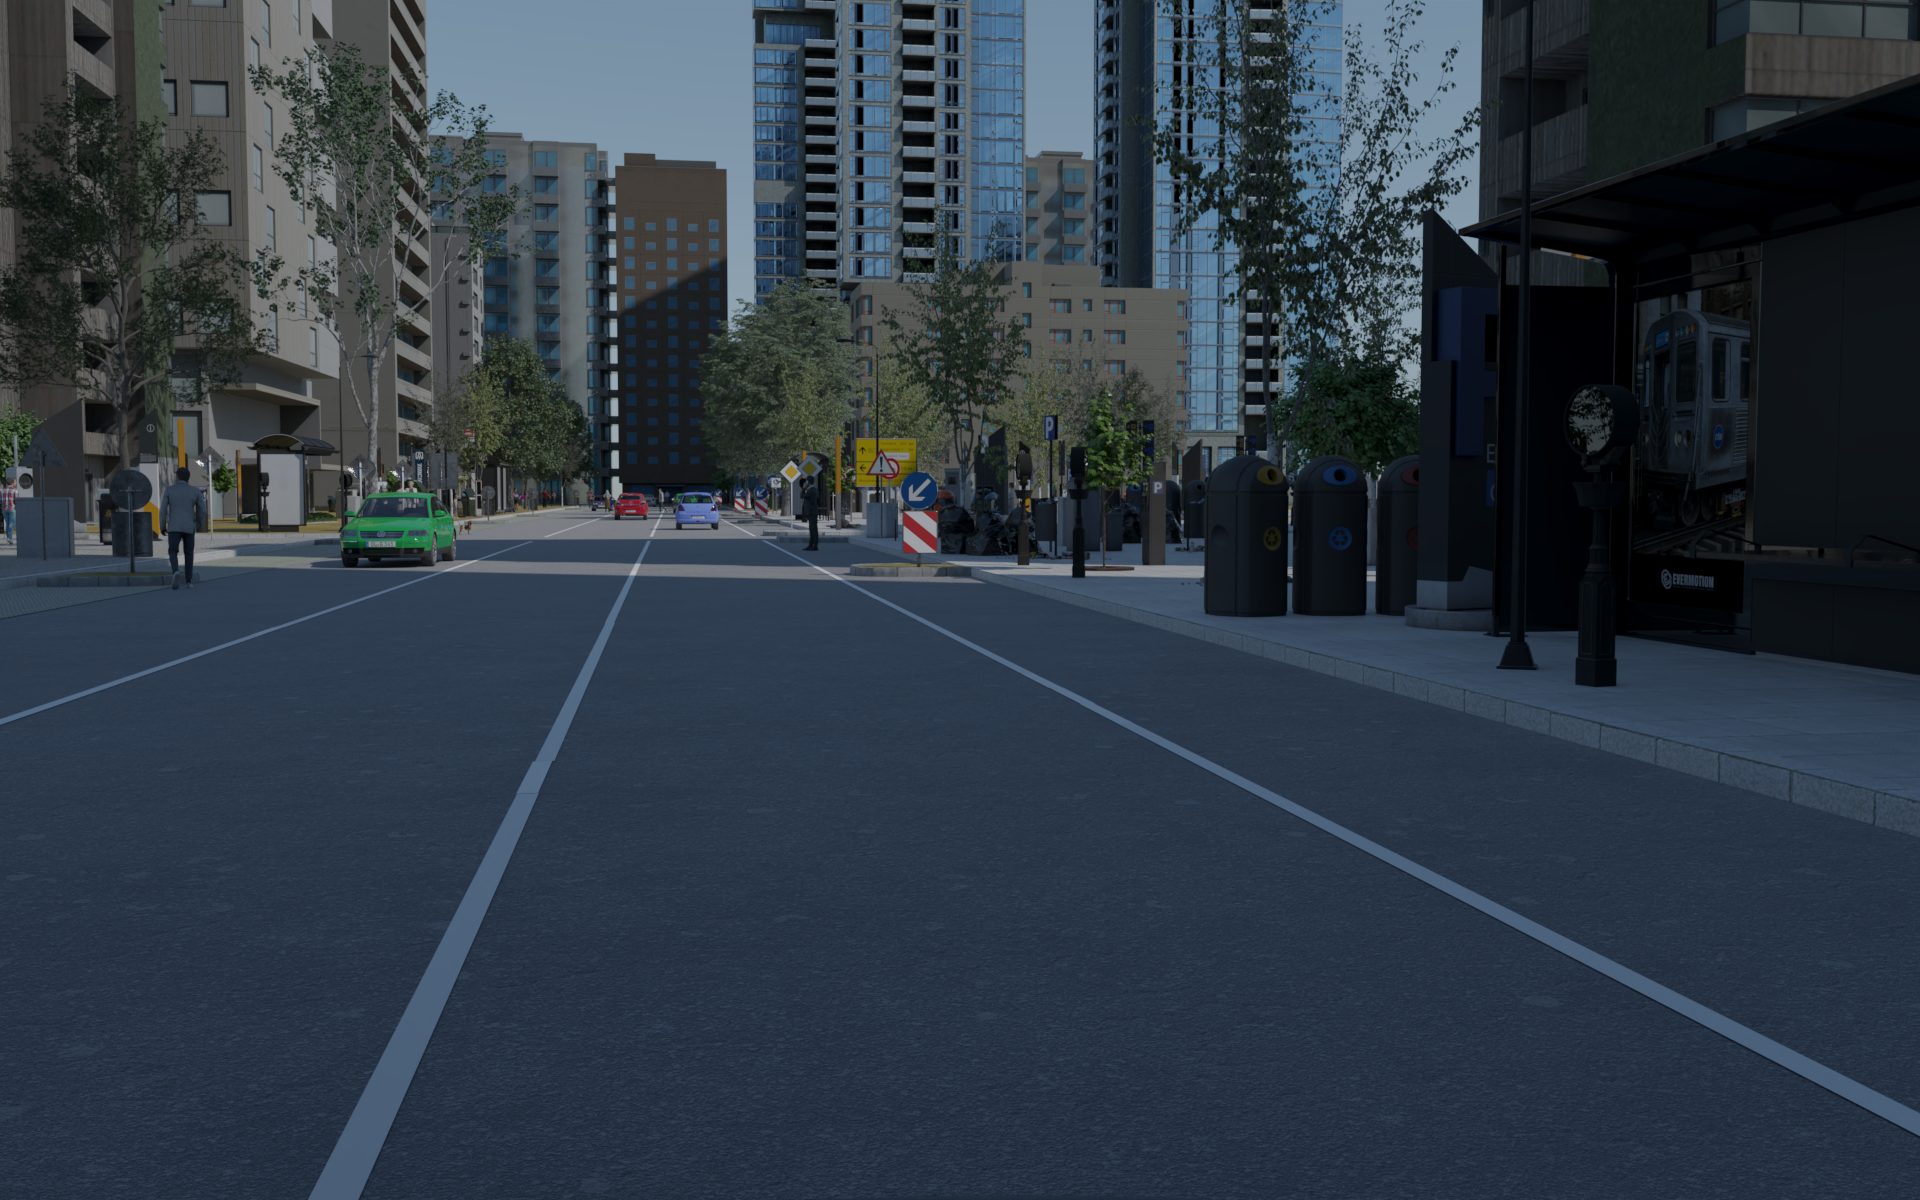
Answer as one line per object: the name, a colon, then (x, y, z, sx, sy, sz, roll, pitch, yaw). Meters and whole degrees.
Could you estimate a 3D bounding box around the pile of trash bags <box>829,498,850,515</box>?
pile of trash bags: (-8.435, -5.832, 105.107, 3.447, 1.369, 1.912, -3, 5, -42)

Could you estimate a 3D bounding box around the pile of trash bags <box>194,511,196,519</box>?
pile of trash bags: (-38.272, -4.542, 84.007, 1.912, 1.369, 3.447, -1, 4, -11)

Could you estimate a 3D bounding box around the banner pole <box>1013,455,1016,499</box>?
banner pole: (3.484, -7.360, 110.352, 0.401, 3.779, 0.863, 1, 4, 14)

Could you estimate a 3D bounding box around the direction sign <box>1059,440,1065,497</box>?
direction sign: (4.294, -4.960, 73.097, 0.379, 3.537, 0.876, -1, 4, -12)

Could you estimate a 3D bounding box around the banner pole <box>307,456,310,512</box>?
banner pole: (-32.950, -5.966, 87.563, 0.401, 3.779, 0.863, -1, 4, -17)

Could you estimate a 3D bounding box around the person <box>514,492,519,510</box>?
person: (-35.495, -7.901, 138.459, 0.421, 1.427, 0.697, -1, 4, -19)

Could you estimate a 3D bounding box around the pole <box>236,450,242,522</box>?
pole: (-33.316, -5.270, 80.011, 0.158, 3.312, 0.155, 0, 3, 0)

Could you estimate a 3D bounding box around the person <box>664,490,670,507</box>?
person: (-31.384, -10.829, 185.415, 0.709, 1.838, 0.599, -2, 4, -24)

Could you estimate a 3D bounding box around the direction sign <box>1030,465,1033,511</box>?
direction sign: (5.365, -8.723, 134.614, 0.876, 3.537, 0.379, -3, 5, -41)

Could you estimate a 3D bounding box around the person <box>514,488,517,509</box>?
person: (-39.233, -8.989, 152.956, 0.705, 1.831, 1.348, -1, 4, -17)

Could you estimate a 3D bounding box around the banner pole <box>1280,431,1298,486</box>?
banner pole: (12.084, -4.522, 63.956, 0.863, 3.779, 0.401, 2, 4, 27)

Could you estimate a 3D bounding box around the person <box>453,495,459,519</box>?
person: (-26.255, -4.860, 90.191, 0.352, 1.250, 0.332, 2, 4, 27)

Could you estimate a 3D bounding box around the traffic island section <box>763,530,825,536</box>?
traffic island section: (-5.800, -2.316, 60.140, 2.009, 0.180, 2.903, -1, 4, -9)

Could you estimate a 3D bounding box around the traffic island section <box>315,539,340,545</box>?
traffic island section: (-17.354, -1.703, 50.133, 2.009, 0.180, 2.903, -1, 4, -9)

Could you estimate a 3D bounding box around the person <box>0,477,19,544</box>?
person: (-24.416, -2.301, 44.495, 0.563, 1.720, 0.643, 1, 4, 12)

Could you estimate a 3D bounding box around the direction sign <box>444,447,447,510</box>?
direction sign: (-24.841, -5.611, 83.733, 0.379, 3.537, 0.876, -1, 4, -22)

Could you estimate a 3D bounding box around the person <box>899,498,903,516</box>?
person: (-3.591, -5.860, 102.077, 0.478, 1.798, 0.641, 0, 4, -7)

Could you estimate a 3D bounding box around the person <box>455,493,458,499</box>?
person: (-40.621, -8.094, 138.406, 1.348, 1.821, 0.705, 2, 4, 25)

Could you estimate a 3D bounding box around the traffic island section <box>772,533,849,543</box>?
traffic island section: (-4.488, -1.834, 52.263, 2.009, 0.180, 2.903, -1, 4, -9)

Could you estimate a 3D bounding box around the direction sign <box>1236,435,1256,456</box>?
direction sign: (11.030, -4.580, 66.884, 0.876, 3.537, 0.379, -1, 4, -22)

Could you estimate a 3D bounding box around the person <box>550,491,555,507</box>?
person: (-41.158, -10.240, 174.939, 0.593, 1.643, 0.415, 0, 4, -7)

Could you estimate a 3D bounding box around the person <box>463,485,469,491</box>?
person: (-28.622, -5.778, 100.532, 0.660, 1.820, 0.620, -1, 4, -23)

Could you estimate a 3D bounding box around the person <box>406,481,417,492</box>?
person: (-23.691, -4.205, 74.674, 0.818, 1.842, 0.514, 3, 5, 43)

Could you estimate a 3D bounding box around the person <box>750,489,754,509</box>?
person: (-18.233, -8.895, 152.183, 1.217, 1.736, 0.721, -2, 4, -30)

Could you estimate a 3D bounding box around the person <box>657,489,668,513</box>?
person: (-22.759, -7.583, 132.335, 0.795, 1.843, 0.661, -1, 4, -22)

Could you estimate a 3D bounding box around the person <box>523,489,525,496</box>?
person: (-51.567, -12.225, 205.545, 1.348, 1.869, 0.705, -2, 4, -31)

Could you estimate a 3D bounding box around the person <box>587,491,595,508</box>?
person: (-36.525, -9.901, 171.096, 1.217, 1.743, 0.721, -3, 5, -39)

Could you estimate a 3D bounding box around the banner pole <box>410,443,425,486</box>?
banner pole: (-26.684, -5.814, 85.072, 0.863, 3.779, 0.401, -3, 4, -36)

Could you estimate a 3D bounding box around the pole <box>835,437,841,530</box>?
pole: (-4.324, -4.134, 61.440, 0.158, 3.312, 0.155, 0, 3, 0)

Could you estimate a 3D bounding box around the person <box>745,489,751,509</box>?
person: (-17.714, -8.425, 144.464, 0.621, 1.740, 0.551, -2, 4, -32)

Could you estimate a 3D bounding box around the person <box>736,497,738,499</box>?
person: (-22.001, -10.079, 171.561, 0.721, 1.735, 1.217, -1, 4, -19)

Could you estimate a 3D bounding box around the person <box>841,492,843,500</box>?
person: (-9.793, -8.597, 146.544, 1.348, 1.831, 0.705, 0, 4, 4)

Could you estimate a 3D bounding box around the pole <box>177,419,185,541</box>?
pole: (-21.159, -3.259, 47.124, 0.158, 3.312, 0.155, 0, 3, 0)

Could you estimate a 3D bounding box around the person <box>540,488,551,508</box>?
person: (-38.745, -9.521, 161.644, 1.348, 1.831, 0.705, 2, 4, 29)

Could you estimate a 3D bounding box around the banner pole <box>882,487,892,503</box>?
banner pole: (-4.306, -6.955, 103.723, 0.863, 3.779, 0.401, -2, 4, -29)

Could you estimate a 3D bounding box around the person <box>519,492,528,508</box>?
person: (-40.778, -9.323, 161.699, 0.599, 1.433, 0.991, 3, 4, 37)

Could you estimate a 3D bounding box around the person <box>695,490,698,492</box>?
person: (-22.790, -8.570, 149.148, 0.721, 1.766, 1.217, -1, 4, -12)

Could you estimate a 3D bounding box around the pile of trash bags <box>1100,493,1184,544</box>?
pile of trash bags: (5.427, -2.185, 45.476, 3.447, 1.369, 1.912, 0, 4, 3)

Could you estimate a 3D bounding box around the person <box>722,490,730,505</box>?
person: (-27.096, -11.841, 200.188, 0.990, 1.755, 0.434, 0, 4, 8)

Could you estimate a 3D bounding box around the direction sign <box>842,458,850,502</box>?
direction sign: (-7.246, -7.216, 109.983, 0.379, 3.537, 0.876, -3, 4, -37)

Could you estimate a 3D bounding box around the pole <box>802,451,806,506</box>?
pole: (-7.316, -5.348, 81.284, 0.158, 3.312, 0.155, 0, 3, 0)

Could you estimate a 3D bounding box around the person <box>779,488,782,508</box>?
person: (-16.229, -9.348, 158.751, 0.709, 1.838, 0.599, 3, 5, 43)

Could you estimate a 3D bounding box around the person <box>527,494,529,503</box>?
person: (-43.790, -10.364, 176.226, 0.721, 1.736, 1.217, 2, 4, 31)

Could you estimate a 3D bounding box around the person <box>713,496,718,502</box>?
person: (-18.205, -7.083, 128.583, 0.475, 1.303, 0.640, 0, 4, -6)

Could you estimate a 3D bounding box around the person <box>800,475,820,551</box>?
person: (-3.800, -2.198, 43.794, 0.474, 1.900, 0.648, 0, 4, 1)

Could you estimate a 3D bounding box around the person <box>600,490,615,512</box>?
person: (-27.547, -7.715, 135.378, 1.217, 1.736, 0.721, 0, 4, 4)

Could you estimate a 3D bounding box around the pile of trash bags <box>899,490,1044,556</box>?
pile of trash bags: (0.306, -1.702, 37.580, 1.912, 1.369, 3.447, -2, 4, -30)

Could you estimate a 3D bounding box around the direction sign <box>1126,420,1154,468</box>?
direction sign: (5.515, -3.740, 53.152, 0.876, 3.537, 0.379, 1, 4, 19)

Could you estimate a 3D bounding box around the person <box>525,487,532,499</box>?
person: (-33.960, -8.004, 136.995, 0.705, 1.814, 1.350, 1, 4, 20)

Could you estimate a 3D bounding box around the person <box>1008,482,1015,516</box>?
person: (1.975, -3.866, 69.819, 0.524, 1.755, 0.480, 0, 4, -5)

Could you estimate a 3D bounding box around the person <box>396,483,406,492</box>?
person: (-23.769, -4.114, 73.881, 0.480, 1.755, 0.524, 0, 4, -7)

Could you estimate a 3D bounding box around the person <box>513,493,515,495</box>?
person: (-39.267, -8.852, 151.495, 1.217, 1.736, 0.721, 0, 4, 1)

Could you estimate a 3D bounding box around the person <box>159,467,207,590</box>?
person: (-11.725, -1.089, 26.149, 0.661, 1.843, 0.795, -2, 4, -27)
